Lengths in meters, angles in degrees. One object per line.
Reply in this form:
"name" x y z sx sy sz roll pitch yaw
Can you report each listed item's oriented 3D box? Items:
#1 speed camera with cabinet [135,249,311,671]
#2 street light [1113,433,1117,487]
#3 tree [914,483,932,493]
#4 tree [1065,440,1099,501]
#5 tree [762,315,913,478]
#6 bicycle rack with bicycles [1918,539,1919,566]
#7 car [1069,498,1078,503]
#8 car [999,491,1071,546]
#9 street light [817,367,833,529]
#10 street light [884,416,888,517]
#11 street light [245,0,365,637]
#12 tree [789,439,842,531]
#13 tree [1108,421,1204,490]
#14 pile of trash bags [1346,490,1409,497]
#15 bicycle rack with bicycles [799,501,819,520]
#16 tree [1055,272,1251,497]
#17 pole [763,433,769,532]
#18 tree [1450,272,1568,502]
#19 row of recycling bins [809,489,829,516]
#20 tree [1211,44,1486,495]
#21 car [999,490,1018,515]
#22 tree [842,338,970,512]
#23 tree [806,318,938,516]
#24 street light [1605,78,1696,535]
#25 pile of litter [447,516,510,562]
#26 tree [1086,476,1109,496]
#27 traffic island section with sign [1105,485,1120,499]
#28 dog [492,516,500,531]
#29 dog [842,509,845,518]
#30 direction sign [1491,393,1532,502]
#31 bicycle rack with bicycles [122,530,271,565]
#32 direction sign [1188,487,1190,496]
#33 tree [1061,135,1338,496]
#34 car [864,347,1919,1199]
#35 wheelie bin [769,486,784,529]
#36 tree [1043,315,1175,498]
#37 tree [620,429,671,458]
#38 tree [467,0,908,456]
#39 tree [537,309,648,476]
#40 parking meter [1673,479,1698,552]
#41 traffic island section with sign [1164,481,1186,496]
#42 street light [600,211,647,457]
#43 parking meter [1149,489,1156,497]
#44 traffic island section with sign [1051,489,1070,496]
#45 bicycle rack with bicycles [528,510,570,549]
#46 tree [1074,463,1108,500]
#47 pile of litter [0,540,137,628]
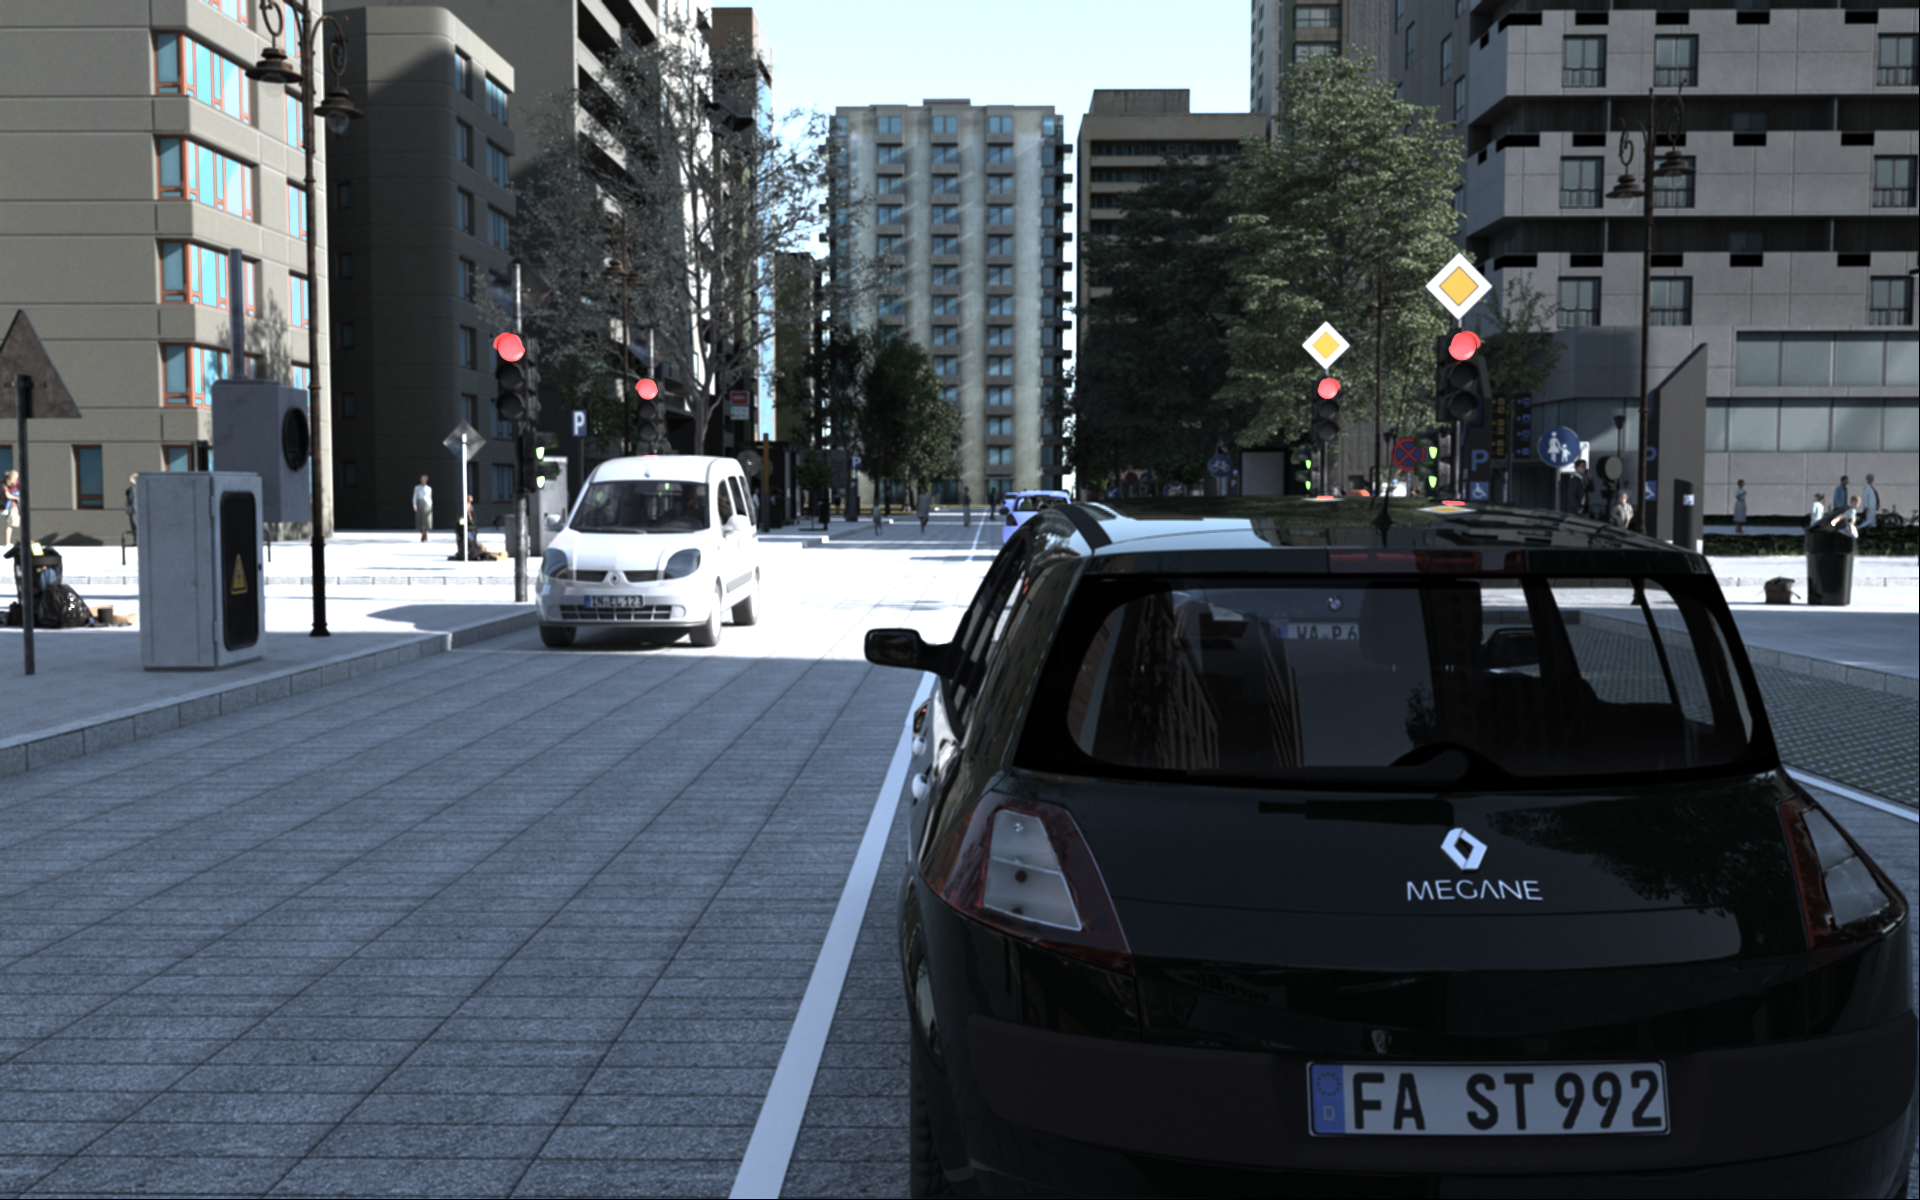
"speed camera with cabinet" -5.660 -1.167 13.411 0.660 3.252 2.038 0 4 -1
"street light" 9.297 -7.963 102.990 0.468 5.910 1.993 0 4 1
"tree" -3.371 -9.983 157.817 1.663 3.219 1.824 0 3 0
"tree" 10.019 -11.404 136.822 4.360 8.622 3.978 0 3 0
"tree" -5.854 -9.545 90.468 7.601 10.594 8.767 2 4 34
"bicycle rack with bicycles" 18.404 -1.030 30.228 2.925 0.926 2.852 -2 4 -24
"car" 2.760 -2.259 49.520 1.945 1.354 3.894 0 4 3
"car" 1.828 -1.766 38.472 1.945 1.707 3.694 0 4 3
"street light" -4.927 -5.536 63.301 0.468 5.910 1.993 0 4 1
"street light" -4.181 -7.640 97.694 0.468 5.910 1.993 0 4 1
"street light" -5.786 -2.611 15.477 0.468 5.910 1.993 0 4 1
"tree" -5.282 -4.063 61.031 1.663 3.219 1.824 0 3 0
"tree" 9.672 -5.648 76.051 4.285 4.588 4.351 0 3 0
"pile of trash bags" 9.769 -1.670 37.051 3.447 1.369 1.912 3 5 40
"bicycle rack with bicycles" -7.926 -4.439 85.958 2.925 0.926 2.852 -1 4 -22
"tree" 10.085 -11.135 92.427 12.009 13.543 11.850 0 3 0
"pole" -6.471 -3.914 57.831 0.158 3.312 0.155 0 3 0
"tree" 17.893 -6.545 57.376 4.737 8.622 4.395 0 3 0
"row of recycling bins" -8.333 -5.814 102.175 1.069 1.692 3.534 0 4 4
"tree" 9.924 -7.724 44.407 7.486 12.596 7.792 0 3 0
"car" 3.636 -6.730 119.618 1.945 1.707 3.694 0 4 -1
"tree" -4.028 -12.815 126.535 9.611 12.733 9.660 0 3 0
"tree" -5.130 -10.855 103.230 9.928 11.665 9.643 0 3 0
"street light" 7.854 -2.879 19.858 0.468 5.910 1.993 0 4 1
"pile of litter" -9.348 -1.202 33.622 1.176 0.858 1.719 -1 4 -16
"tree" 9.901 -7.969 124.889 1.663 3.219 1.824 0 3 0
"traffic island section with sign" 6.903 -4.375 80.153 1.989 1.847 2.006 0 4 1
"dog" -16.321 -2.699 60.966 0.540 0.507 0.406 1 4 17
"dog" -6.070 -4.654 92.927 0.406 0.507 0.540 0 4 8
"direction sign" 12.311 -2.862 38.797 0.876 3.537 0.379 1 4 14
"bicycle rack with bicycles" -13.849 -1.136 31.958 2.852 0.926 2.925 1 4 12
"direction sign" 10.765 -5.465 81.342 0.876 3.537 0.379 -1 4 -22
"tree" 8.780 -9.456 61.269 9.857 13.997 8.962 0 3 0
"car" 0.733 0.322 4.522 2.009 1.686 4.222 0 4 -1
"wheelie bin" -6.963 -3.471 64.667 0.693 1.594 0.980 -1 4 -23
"tree" 10.120 -11.870 111.083 9.611 12.733 9.660 0 3 0
"tree" -13.986 -5.838 79.169 4.285 4.588 4.351 0 3 0
"tree" -6.512 -8.112 42.996 12.009 13.543 11.850 0 3 0
"tree" -14.110 -7.136 67.042 4.737 8.622 4.395 0 3 0
"parking meter" 11.989 -1.237 28.632 0.372 1.533 0.369 0 3 0
"traffic island section with sign" 6.409 -2.726 53.202 1.989 1.847 2.006 0 4 1
"street light" -5.533 -3.418 28.680 0.468 5.910 1.993 0 4 1
"parking meter" 10.128 -5.069 91.292 0.372 1.533 0.369 0 3 0
"traffic island section with sign" 7.820 -7.449 130.415 1.989 1.847 2.006 0 4 1
"bicycle rack with bicycles" -8.475 -1.658 40.488 2.925 0.926 2.852 0 4 5
"tree" 11.187 -9.997 147.172 4.285 4.588 4.351 0 3 0
"pile of litter" -8.878 -0.187 17.027 1.719 0.858 1.176 3 4 36
